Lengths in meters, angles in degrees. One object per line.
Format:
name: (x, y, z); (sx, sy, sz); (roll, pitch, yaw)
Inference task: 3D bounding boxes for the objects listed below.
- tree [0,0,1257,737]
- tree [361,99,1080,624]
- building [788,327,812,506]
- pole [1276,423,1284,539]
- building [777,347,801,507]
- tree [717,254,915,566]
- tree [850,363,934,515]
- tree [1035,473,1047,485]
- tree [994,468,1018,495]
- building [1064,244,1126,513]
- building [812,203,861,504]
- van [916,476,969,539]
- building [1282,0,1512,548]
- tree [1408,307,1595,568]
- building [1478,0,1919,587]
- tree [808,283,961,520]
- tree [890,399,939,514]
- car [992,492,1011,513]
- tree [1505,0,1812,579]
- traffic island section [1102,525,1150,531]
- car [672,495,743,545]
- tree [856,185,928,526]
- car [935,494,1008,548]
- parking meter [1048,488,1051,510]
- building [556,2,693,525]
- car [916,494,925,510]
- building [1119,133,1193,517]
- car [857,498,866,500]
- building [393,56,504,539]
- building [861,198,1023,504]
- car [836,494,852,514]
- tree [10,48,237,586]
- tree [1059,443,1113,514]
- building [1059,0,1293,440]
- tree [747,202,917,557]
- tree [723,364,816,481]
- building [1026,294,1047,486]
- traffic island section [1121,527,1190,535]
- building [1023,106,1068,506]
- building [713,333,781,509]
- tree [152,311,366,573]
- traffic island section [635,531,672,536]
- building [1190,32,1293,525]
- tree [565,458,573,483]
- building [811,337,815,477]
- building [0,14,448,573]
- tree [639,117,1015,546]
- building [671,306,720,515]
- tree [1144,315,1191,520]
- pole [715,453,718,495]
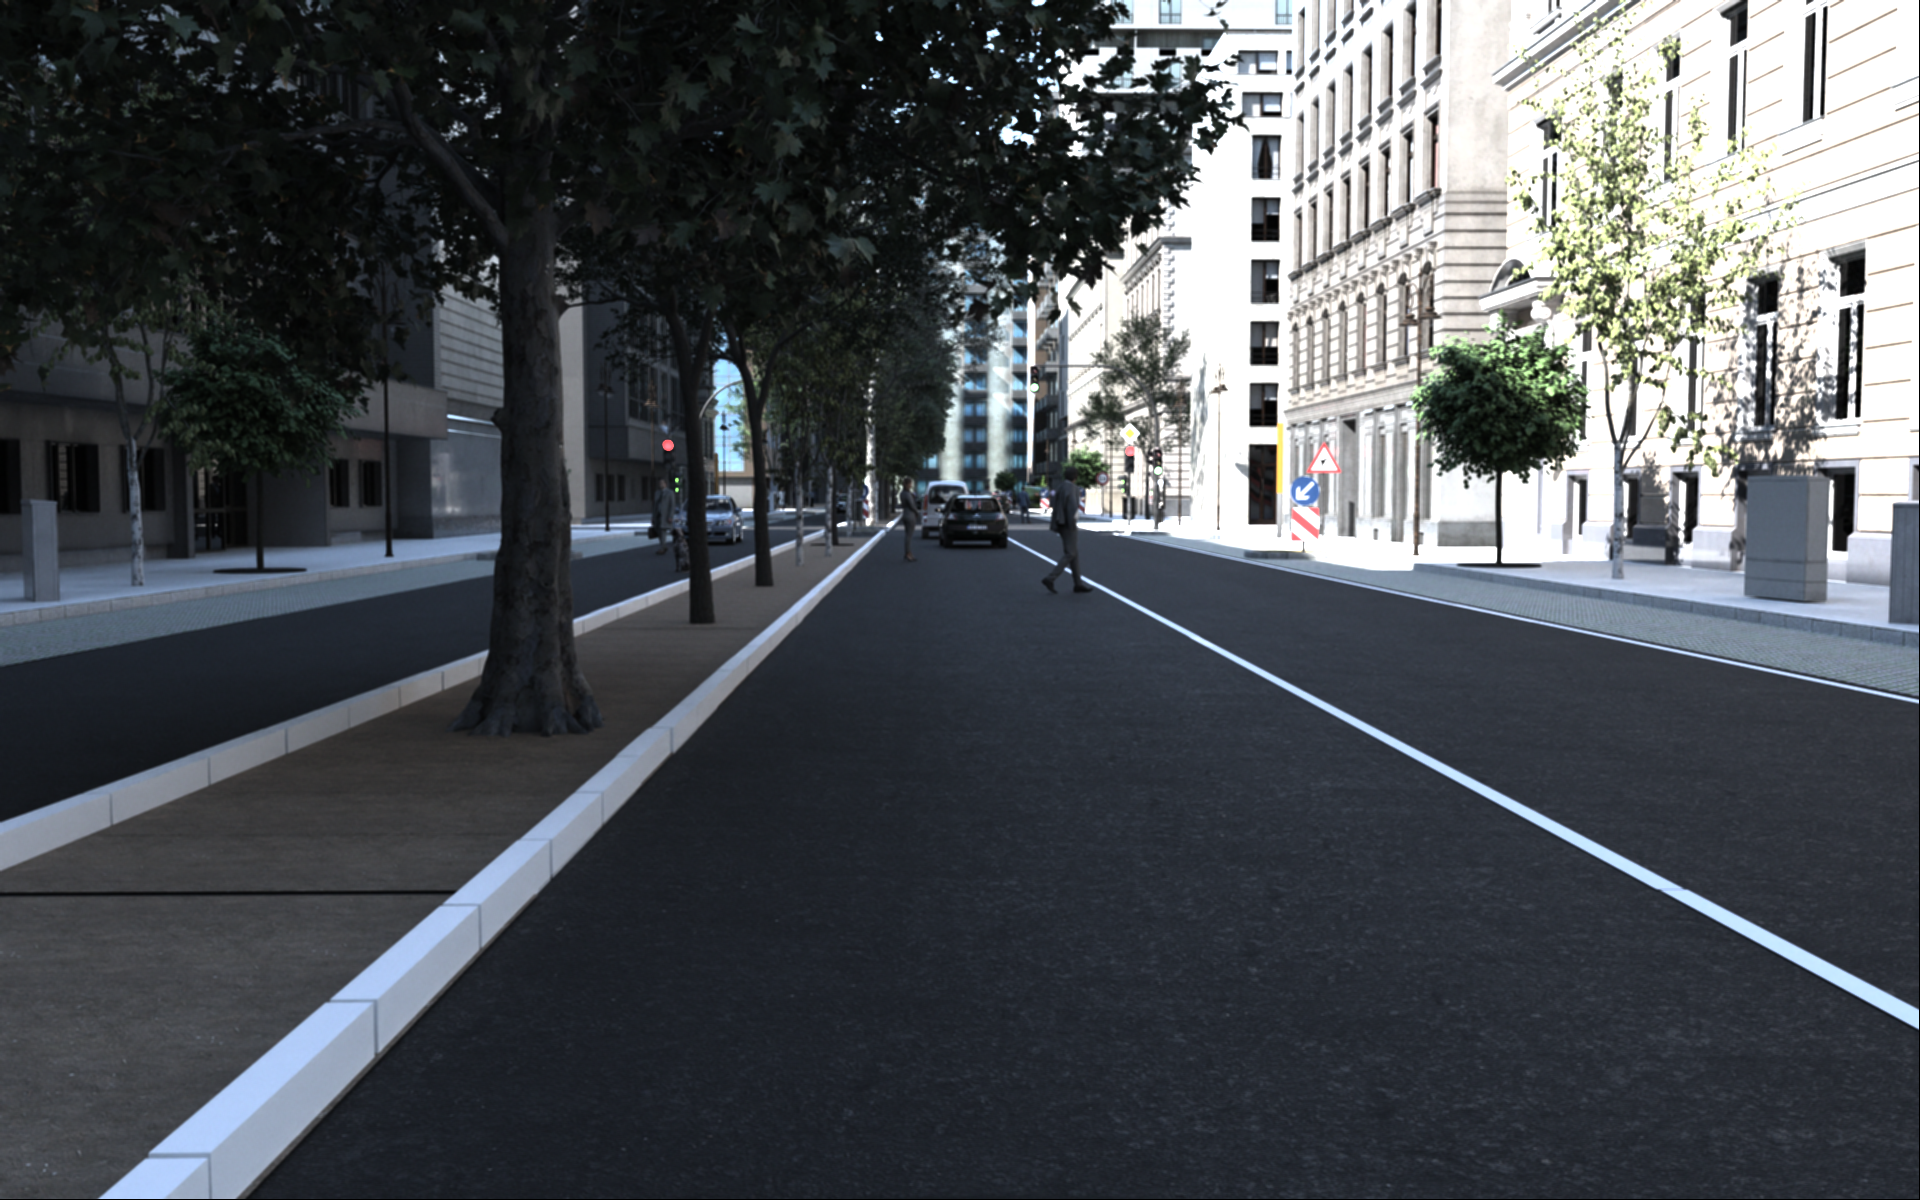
tree: (-2.620, -5.561, 10.390); (9.611, 12.733, 9.660); (0, 3, 0)
tree: (-2.829, -5.032, 19.142); (8.767, 10.594, 7.601); (0, 4, -1)
building: (-24.196, -25.859, 194.489); (14.160, 30.474, 14.107); (0, 4, -1)
pole: (9.195, -3.421, 49.771); (0.158, 3.312, 0.155); (0, 3, 0)
building: (-27.548, -31.676, 172.532); (22.147, 44.769, 28.867); (0, 4, -1)
tree: (-3.129, -4.954, 33.818); (4.737, 8.622, 4.395); (0, 3, 0)
tree: (-4.962, -11.935, 115.725); (7.486, 12.596, 7.792); (0, 3, 0)
tree: (7.595, -9.985, 157.862); (1.663, 3.219, 1.824); (0, 3, 0)
tree: (5.723, -14.325, 217.922); (4.285, 4.588, 4.351); (0, 3, 0)
building: (16.470, -18.088, 129.028); (16.112, 22.955, 30.059); (0, 4, -1)
building: (-27.531, -42.576, 238.122); (28.212, 58.520, 21.231); (0, 4, -1)
van: (-0.446, -3.057, 56.987); (2.013, 2.044, 4.112); (0, 4, -1)
building: (15.943, -12.278, 49.899); (9.793, 20.994, 18.267); (0, 4, -1)
tree: (9.617, -2.878, 30.774); (4.285, 4.588, 4.351); (0, 3, 0)
building: (18.923, -14.923, 29.902); (13.634, 28.700, 20.117); (0, 4, -1)
tree: (-4.622, -12.010, 105.482); (9.857, 13.997, 8.962); (0, 3, 0)
tree: (-4.780, -12.094, 125.950); (9.928, 11.665, 9.643); (0, 3, 0)
car: (2.843, -7.375, 130.373); (2.009, 1.686, 4.222); (0, 4, -1)
tree: (9.988, -4.613, 25.783); (4.737, 8.622, 4.395); (0, 3, 0)
traffic island section: (6.776, -2.867, 69.156); (2.009, 0.180, 2.903); (0, 4, -1)
car: (-7.312, -2.351, 50.436); (2.014, 1.417, 4.499); (0, 4, -3)
tree: (-4.984, -13.147, 73.303); (12.611, 20.169, 13.585); (0, 3, 0)
car: (0.335, -2.301, 47.415); (2.009, 1.686, 4.222); (0, 4, -3)
parking meter: (7.045, -8.141, 138.813); (0.399, 1.863, 0.255); (1, 4, 9)
building: (-21.187, -17.666, 82.351); (14.314, 27.812, 24.014); (0, 4, -1)
car: (-3.047, -9.143, 161.278); (2.131, 1.459, 4.920); (0, 4, 0)
building: (15.734, -16.829, 104.038); (11.050, 23.489, 19.941); (0, 4, -1)
car: (-7.750, -7.961, 141.954); (2.131, 1.459, 4.920); (0, 4, -1)
building: (-24.032, -12.482, 53.230); (18.267, 20.994, 9.793); (0, 4, -1)
building: (1.758, -37.999, 240.896); (30.456, 49.044, 23.786); (0, 4, -1)
car: (-7.637, -6.410, 114.595); (2.009, 1.686, 4.222); (0, 4, -3)
tree: (-11.495, -4.487, 23.728); (4.737, 8.622, 4.395); (0, 3, 0)
tree: (8.000, -7.755, 110.510); (4.285, 4.588, 4.351); (0, 3, 0)
building: (23.515, -34.861, 159.216); (28.713, 52.752, 27.495); (0, 4, -1)
tree: (-3.003, -5.290, 39.308); (4.360, 8.622, 3.978); (0, 3, 0)
tree: (-14.802, -12.889, 136.498); (9.928, 11.665, 9.643); (0, 3, 0)
building: (15.558, -34.300, 210.915); (14.600, 45.320, 14.200); (0, 4, -1)
traffic island section: (6.941, -2.379, 61.173); (2.009, 0.180, 2.903); (0, 4, -1)
building: (19.951, -34.801, 188.601); (23.786, 49.044, 30.456); (0, 4, -1)
building: (-23.155, -30.582, 150.119); (14.600, 45.320, 14.200); (0, 4, -1)
tree: (-11.520, -2.738, 28.476); (4.285, 4.588, 4.351); (0, 3, 0)
traffic island section: (-10.197, -2.357, 60.825); (2.009, 0.180, 2.903); (0, 4, -1)
building: (19.269, -13.496, 75.408); (16.860, 20.320, 10.420); (0, 4, -1)
tree: (-12.800, -3.554, 52.712); (1.663, 3.219, 1.824); (0, 3, 0)
building: (-24.748, -32.169, 209.555); (14.086, 41.232, 14.154); (0, 4, -1)
building: (-21.046, -13.097, 33.196); (14.314, 24.678, 30.058); (0, 4, -1)
tree: (-3.502, -8.232, 47.419); (12.009, 13.543, 11.850); (0, 3, 0)
building: (-23.028, -17.899, 111.729); (14.460, 24.649, 34.723); (0, 4, -1)
tree: (9.099, -9.293, 86.347); (7.601, 10.594, 8.767); (-2, 4, -27)
pole: (-12.146, -5.665, 86.459); (0.158, 3.312, 0.155); (0, 3, 0)
